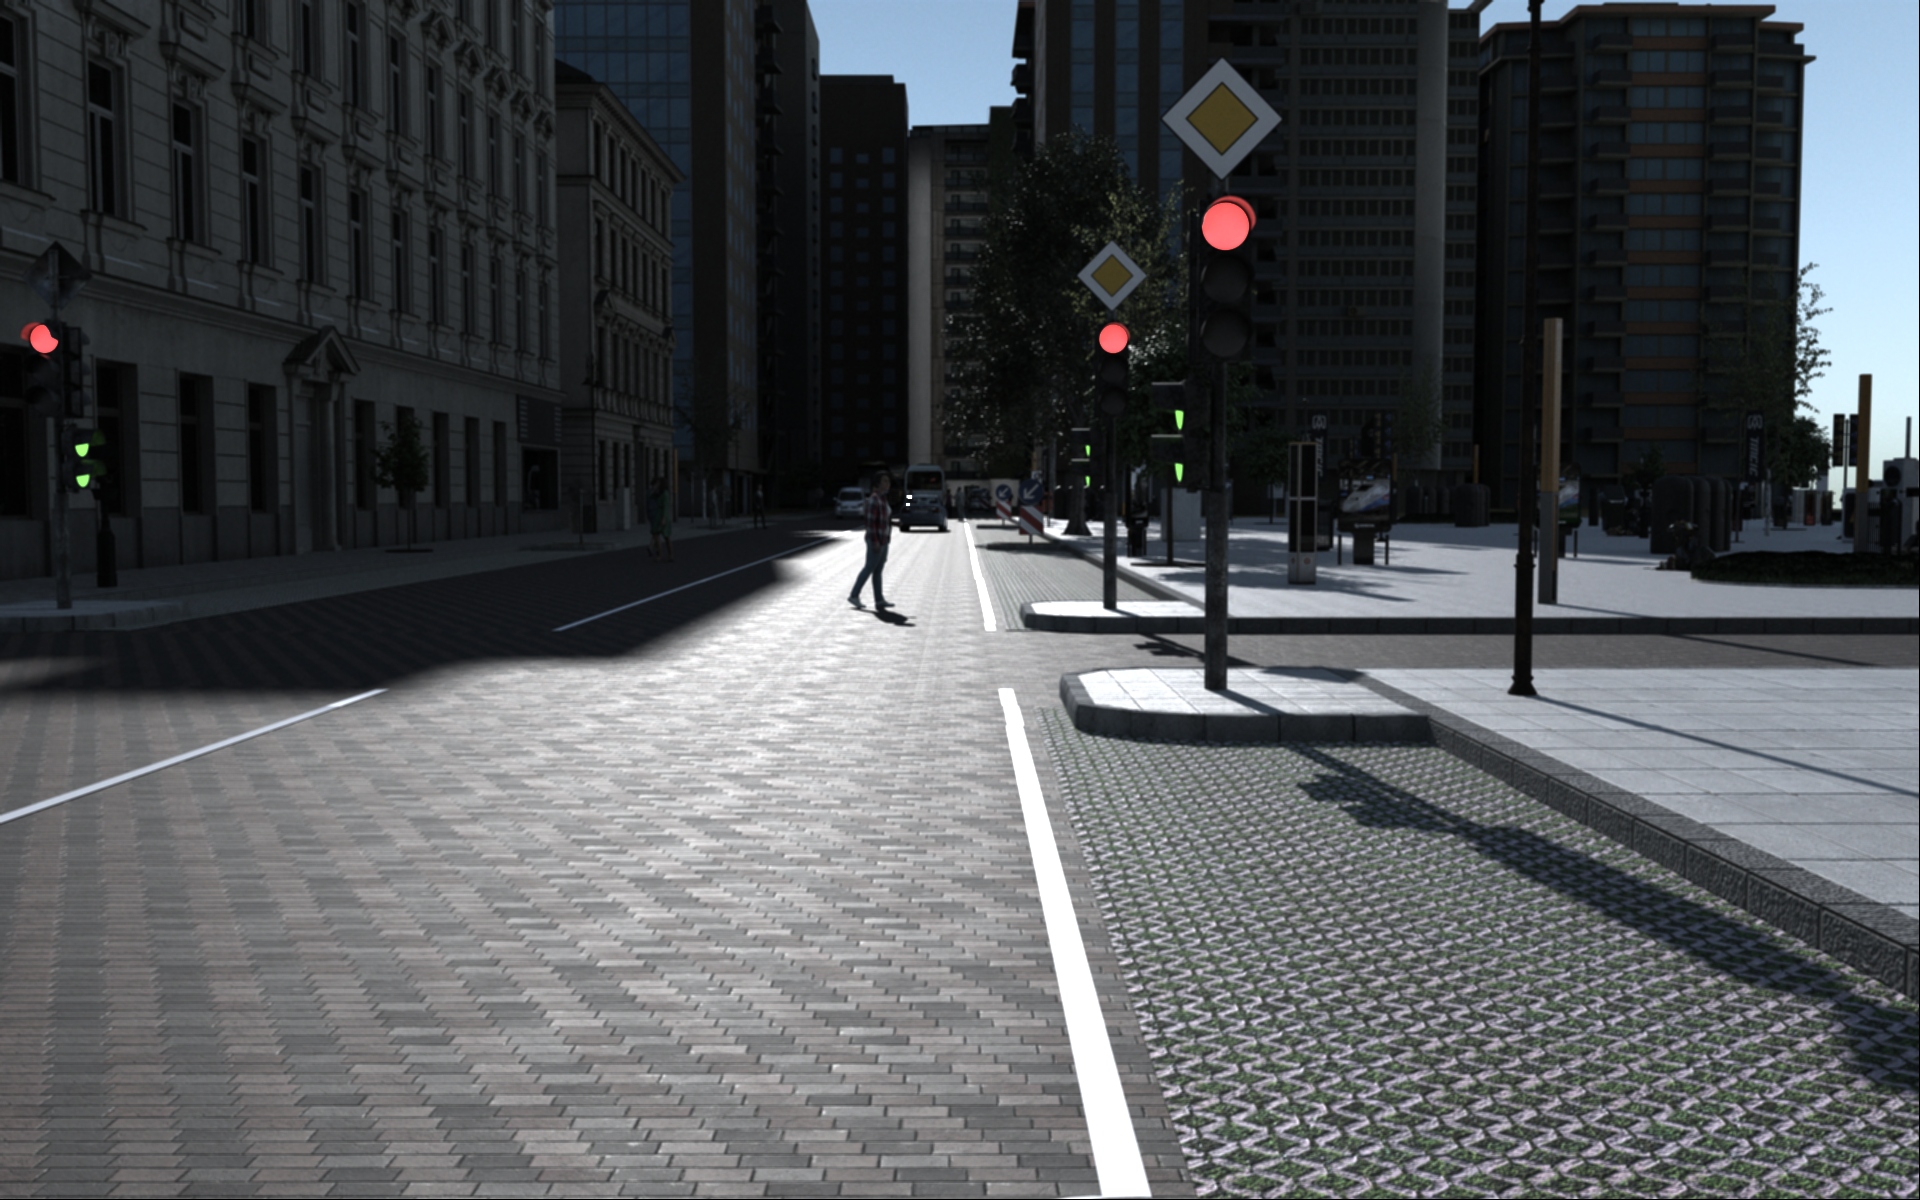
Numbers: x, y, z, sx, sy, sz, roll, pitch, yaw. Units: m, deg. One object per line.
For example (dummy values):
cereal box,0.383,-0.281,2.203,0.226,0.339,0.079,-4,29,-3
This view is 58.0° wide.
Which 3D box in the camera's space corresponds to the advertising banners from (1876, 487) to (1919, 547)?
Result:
advertising banners,22.783,-2.761,41.338,0.090,3.025,2.074,-1,4,-20

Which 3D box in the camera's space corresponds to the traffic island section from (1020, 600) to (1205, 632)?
traffic island section,1.701,0.176,19.395,2.009,0.180,2.903,0,3,0

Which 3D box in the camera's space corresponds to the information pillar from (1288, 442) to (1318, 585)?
information pillar,4.863,-1.228,24.577,0.304,2.012,0.304,-1,4,-18

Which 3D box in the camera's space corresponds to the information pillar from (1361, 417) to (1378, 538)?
information pillar,11.999,-3.634,50.770,0.504,3.616,0.183,2,4,34

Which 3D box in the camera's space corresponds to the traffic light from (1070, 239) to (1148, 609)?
traffic light,1.661,-1.857,19.281,0.839,4.253,0.868,0,3,0

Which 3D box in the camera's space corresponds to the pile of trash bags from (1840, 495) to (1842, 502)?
pile of trash bags,34.555,-3.402,65.370,1.912,1.369,3.447,3,4,36

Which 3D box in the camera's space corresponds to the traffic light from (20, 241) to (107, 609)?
traffic light,-10.001,-1.855,19.258,0.839,4.253,0.868,0,3,0

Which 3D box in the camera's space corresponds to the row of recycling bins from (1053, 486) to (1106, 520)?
row of recycling bins,6.165,-4.887,87.016,3.534,1.692,1.069,3,5,40

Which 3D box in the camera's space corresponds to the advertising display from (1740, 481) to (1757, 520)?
advertising display,39.054,-4.935,85.904,0.123,1.923,0.974,-2,4,-31

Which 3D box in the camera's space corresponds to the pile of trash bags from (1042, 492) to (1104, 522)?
pile of trash bags,5.505,-4.396,81.630,3.447,1.369,1.912,1,4,11

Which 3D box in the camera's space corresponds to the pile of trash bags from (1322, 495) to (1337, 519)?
pile of trash bags,19.082,-4.862,89.241,1.912,1.369,3.447,-3,5,-40

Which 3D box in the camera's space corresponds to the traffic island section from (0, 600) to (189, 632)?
traffic island section,-10.041,0.177,19.393,2.009,0.180,2.903,0,3,0

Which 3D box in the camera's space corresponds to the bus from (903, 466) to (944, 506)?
bus,-2.457,-7.538,118.109,2.948,3.499,13.247,0,4,-1

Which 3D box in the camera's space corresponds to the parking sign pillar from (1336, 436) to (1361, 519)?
parking sign pillar,18.268,-5.637,80.638,1.447,3.967,1.447,0,4,-2

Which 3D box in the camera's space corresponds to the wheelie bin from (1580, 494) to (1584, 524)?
wheelie bin,26.623,-4.119,75.248,0.693,1.594,0.980,-1,4,-15

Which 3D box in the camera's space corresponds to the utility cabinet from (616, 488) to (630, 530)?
utility cabinet,-11.951,-3.221,61.341,0.318,1.500,1.173,0,4,-1

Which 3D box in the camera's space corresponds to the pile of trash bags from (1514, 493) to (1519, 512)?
pile of trash bags,29.704,-4.925,90.268,1.912,1.369,3.447,2,4,35

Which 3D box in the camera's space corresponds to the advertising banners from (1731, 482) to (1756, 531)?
advertising banners,26.784,-3.881,59.649,0.090,3.025,2.074,-1,4,-14

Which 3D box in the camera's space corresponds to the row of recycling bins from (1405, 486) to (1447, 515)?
row of recycling bins,23.732,-4.876,86.833,3.534,1.692,1.069,-2,4,-35

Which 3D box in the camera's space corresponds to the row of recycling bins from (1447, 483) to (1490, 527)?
row of recycling bins,20.188,-3.744,68.325,1.069,1.692,3.534,2,4,26

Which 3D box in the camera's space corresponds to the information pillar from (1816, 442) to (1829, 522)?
information pillar,38.936,-5.310,78.178,0.504,3.616,0.183,1,4,14

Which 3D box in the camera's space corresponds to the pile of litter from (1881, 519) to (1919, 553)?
pile of litter,20.436,-1.404,36.920,1.176,0.858,1.719,0,4,1

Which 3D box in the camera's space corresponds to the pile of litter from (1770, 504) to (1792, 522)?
pile of litter,37.670,-3.975,78.962,1.176,0.858,1.719,0,4,2

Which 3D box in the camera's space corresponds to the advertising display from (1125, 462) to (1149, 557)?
advertising display,3.625,-1.849,35.441,0.123,1.923,0.974,2,4,28

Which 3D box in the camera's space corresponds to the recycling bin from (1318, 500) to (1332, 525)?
recycling bin,14.864,-3.600,71.410,0.722,1.027,0.722,0,4,-8

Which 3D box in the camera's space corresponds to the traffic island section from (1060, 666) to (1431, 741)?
traffic island section,1.706,0.665,11.410,2.009,0.180,2.903,0,3,0

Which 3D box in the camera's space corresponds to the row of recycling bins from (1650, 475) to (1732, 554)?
row of recycling bins,16.189,-1.901,38.194,1.069,1.692,3.534,3,5,40

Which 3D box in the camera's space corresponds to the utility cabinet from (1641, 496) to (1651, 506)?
utility cabinet,27.689,-3.589,69.849,0.306,1.237,1.020,1,4,11

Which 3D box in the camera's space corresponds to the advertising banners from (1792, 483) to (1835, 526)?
advertising banners,34.719,-4.553,70.632,2.074,3.025,0.090,0,4,-8

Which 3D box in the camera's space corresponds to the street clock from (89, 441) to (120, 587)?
street clock,-11.758,-1.178,23.823,0.358,2.002,0.471,0,4,2

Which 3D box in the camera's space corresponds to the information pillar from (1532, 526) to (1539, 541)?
information pillar,15.560,-2.602,47.033,0.304,2.012,0.304,2,4,32

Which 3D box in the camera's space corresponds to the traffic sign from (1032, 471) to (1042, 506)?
traffic sign,3.422,-4.514,75.934,0.606,2.300,0.079,1,4,9

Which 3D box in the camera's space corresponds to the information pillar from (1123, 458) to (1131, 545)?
information pillar,4.425,-3.210,43.843,0.183,3.616,0.504,-2,4,-27

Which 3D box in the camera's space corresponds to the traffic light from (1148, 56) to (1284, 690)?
traffic light,1.666,-1.369,11.296,0.839,4.253,0.868,0,3,0

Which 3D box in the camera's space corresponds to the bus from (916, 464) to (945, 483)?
bus,-2.692,-9.020,139.022,2.896,3.916,12.252,0,4,0

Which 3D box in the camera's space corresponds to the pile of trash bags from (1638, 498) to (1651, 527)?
pile of trash bags,27.687,-3.517,67.251,1.912,1.369,3.447,0,4,0

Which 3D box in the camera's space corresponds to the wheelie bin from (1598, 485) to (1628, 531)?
wheelie bin,22.711,-3.207,60.348,0.980,1.594,0.693,0,4,0

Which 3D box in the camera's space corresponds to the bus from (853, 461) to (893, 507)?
bus,-6.583,-8.641,132.833,2.896,3.916,12.252,0,4,-2

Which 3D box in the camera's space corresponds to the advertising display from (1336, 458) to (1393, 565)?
advertising display,7.322,-1.601,31.384,0.974,1.923,0.123,0,4,3

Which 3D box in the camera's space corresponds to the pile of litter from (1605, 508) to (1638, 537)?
pile of litter,20.318,-2.396,53.134,1.719,0.858,1.176,-3,4,-37

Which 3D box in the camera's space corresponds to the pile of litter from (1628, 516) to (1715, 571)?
pile of litter,12.345,-0.927,29.123,1.176,0.858,1.719,-1,4,-16

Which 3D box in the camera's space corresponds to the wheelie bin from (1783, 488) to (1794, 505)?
wheelie bin,43.567,-5.073,90.848,0.693,1.594,0.980,0,4,7

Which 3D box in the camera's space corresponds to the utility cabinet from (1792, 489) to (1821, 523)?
utility cabinet,37.636,-4.178,76.991,1.173,1.500,0.318,0,4,-7

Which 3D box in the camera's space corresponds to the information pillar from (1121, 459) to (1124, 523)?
information pillar,7.261,-5.218,76.667,0.183,3.616,0.504,0,4,3

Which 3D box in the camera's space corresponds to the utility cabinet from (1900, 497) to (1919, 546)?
utility cabinet,22.045,-1.762,39.971,1.020,1.237,0.306,-3,4,-37

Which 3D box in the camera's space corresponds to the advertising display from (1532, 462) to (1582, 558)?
advertising display,12.049,-1.821,34.984,0.974,1.923,0.123,0,4,-7
